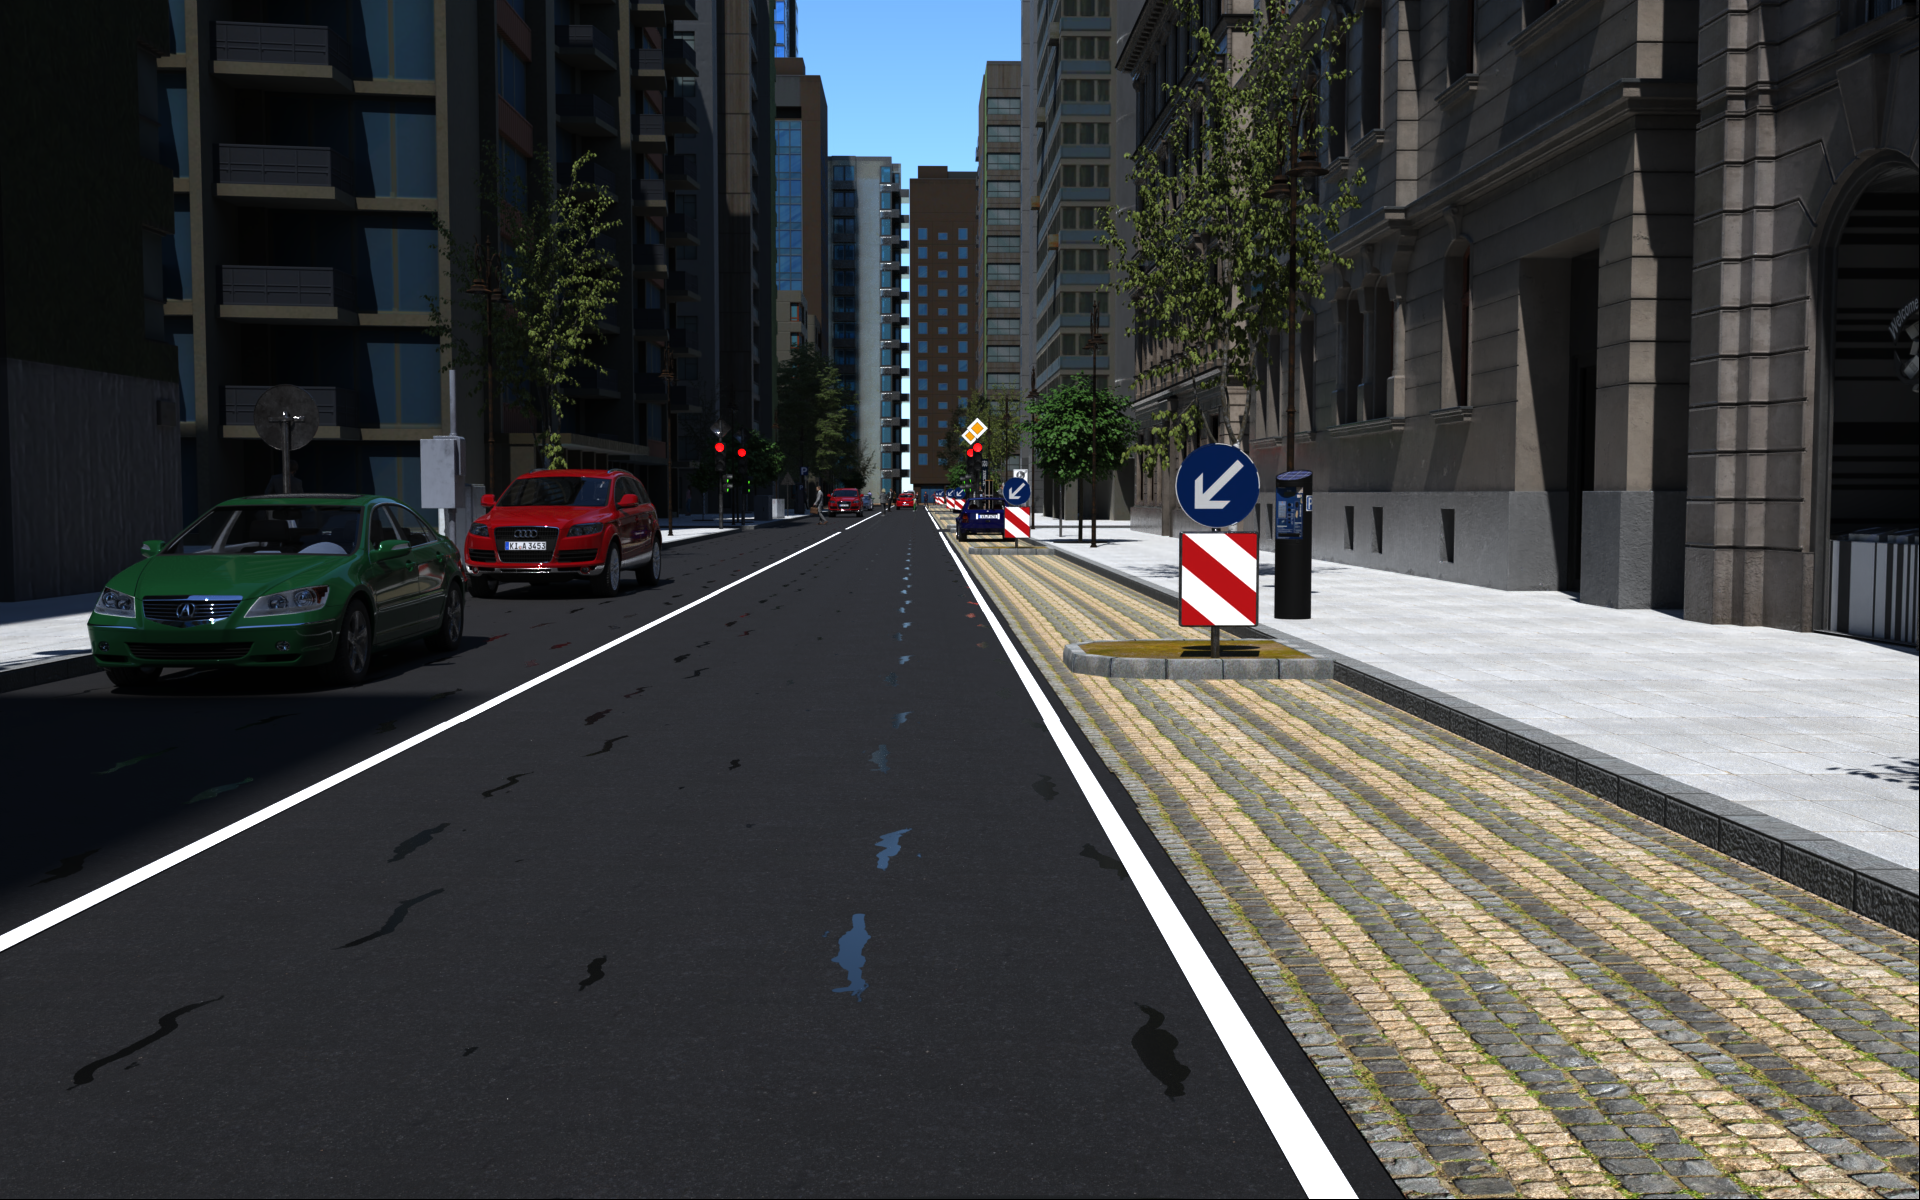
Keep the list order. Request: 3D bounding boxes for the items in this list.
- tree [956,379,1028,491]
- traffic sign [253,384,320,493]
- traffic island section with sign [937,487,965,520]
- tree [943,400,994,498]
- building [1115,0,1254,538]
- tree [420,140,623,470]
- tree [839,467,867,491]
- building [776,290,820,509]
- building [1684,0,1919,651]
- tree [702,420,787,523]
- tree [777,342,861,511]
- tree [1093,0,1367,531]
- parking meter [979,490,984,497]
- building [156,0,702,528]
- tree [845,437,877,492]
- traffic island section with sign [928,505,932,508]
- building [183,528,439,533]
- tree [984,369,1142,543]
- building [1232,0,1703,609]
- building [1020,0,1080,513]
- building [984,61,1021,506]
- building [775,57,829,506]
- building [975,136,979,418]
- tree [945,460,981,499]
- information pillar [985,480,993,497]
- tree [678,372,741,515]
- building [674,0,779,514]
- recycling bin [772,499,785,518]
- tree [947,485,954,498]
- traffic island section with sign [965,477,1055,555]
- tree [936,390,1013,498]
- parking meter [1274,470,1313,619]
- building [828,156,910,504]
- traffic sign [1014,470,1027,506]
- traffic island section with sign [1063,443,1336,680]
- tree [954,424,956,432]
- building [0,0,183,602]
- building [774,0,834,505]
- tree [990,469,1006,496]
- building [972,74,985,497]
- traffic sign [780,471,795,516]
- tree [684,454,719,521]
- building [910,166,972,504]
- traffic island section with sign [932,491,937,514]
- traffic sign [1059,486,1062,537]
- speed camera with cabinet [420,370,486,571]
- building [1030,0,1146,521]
[{"bbox_3d":[2.630,-9.817,110.872,4.737,8.622,4.395,0,3,0],"label":"tree"},{"bbox_3d":[-7.817,-1.224,20.111,0.768,2.556,0.104,0,4,1],"label":"traffic sign"},{"bbox_3d":[-0.130,-5.365,96.342,1.989,1.847,2.006,0,4,-1],"label":"traffic island section with sign"},{"bbox_3d":[0.925,-11.284,134.854,4.360,8.622,3.978,0,3,0],"label":"tree"},{"bbox_3d":[10.959,-11.449,51.820,10.561,19.102,19.286,0,4,-1],"label":"building"},{"bbox_3d":[-8.710,-5.210,35.550,4.737,8.622,4.395,0,3,0],"label":"tree"},{"bbox_3d":[-13.053,-13.946,211.736,4.285,4.588,4.351,0,3,0],"label":"tree"},{"bbox_3d":[-27.633,-19.339,161.237,27.650,21.520,28.899,0,4,-1],"label":"building"},{"bbox_3d":[13.514,-10.019,5.603,13.314,21.916,24.055,0,4,-1],"label":"building"},{"bbox_3d":[-9.894,-5.742,77.596,4.285,4.588,4.351,0,3,0],"label":"tree"},{"bbox_3d":[-11.941,-12.893,128.928,7.486,12.596,7.792,0,3,0],"label":"tree"},{"bbox_3d":[3.948,-4.572,25.119,4.737,8.622,4.395,0,3,0],"label":"tree"},{"bbox_3d":[1.321,-6.199,109.763,0.372,1.533,0.369,0,3,0],"label":"parking meter"},{"bbox_3d":[-24.957,-26.376,85.872,22.147,44.769,28.867,0,4,-1],"label":"building"},{"bbox_3d":[-12.928,-16.678,223.051,4.360,8.622,3.978,0,3,0],"label":"tree"},{"bbox_3d":[-2.014,-10.082,173.475,1.989,1.847,2.006,0,4,-1],"label":"traffic island section with sign"},{"bbox_3d":[-25.528,-24.250,51.106,28.867,44.769,22.147,0,4,-1],"label":"building"},{"bbox_3d":[3.095,-3.783,45.563,4.285,4.588,4.351,0,3,0],"label":"tree"},{"bbox_3d":[13.262,-14.817,29.643,14.401,28.519,23.554,0,4,-1],"label":"building"},{"bbox_3d":[15.004,-35.873,128.529,21.231,58.520,28.212,0,4,-1],"label":"building"},{"bbox_3d":[9.318,-29.595,167.476,14.154,41.232,14.086,0,4,-1],"label":"building"},{"bbox_3d":[-21.120,-32.543,182.184,14.600,45.320,14.200,0,4,-1],"label":"building"},{"bbox_3d":[13.157,-35.805,205.012,23.786,49.044,30.456,0,4,-1],"label":"building"},{"bbox_3d":[0.215,-11.102,165.228,4.285,4.588,4.351,0,3,0],"label":"tree"},{"bbox_3d":[1.522,-5.279,90.808,0.304,2.012,0.304,3,5,43],"label":"information pillar"},{"bbox_3d":[-15.431,-9.494,105.581,4.360,8.622,3.978,0,3,0],"label":"tree"},{"bbox_3d":[-19.803,-26.418,115.536,14.154,41.232,14.086,0,4,-1],"label":"building"},{"bbox_3d":[-9.742,-4.824,91.430,0.722,1.027,0.722,2,4,32],"label":"recycling bin"},{"bbox_3d":[-0.807,-12.854,204.771,1.663,3.219,1.824,0,3,0],"label":"tree"},{"bbox_3d":[1.207,-2.001,41.343,1.989,1.847,2.006,0,4,-1],"label":"traffic island section with sign"},{"bbox_3d":[1.324,-13.483,154.856,7.601,10.594,8.767,0,4,3],"label":"tree"},{"bbox_3d":[3.435,-0.577,17.844,0.372,1.533,0.369,0,3,0],"label":"parking meter"},{"bbox_3d":[-22.299,-38.099,242.526,30.456,49.044,23.786,0,4,-1],"label":"building"},{"bbox_3d":[2.518,-4.271,71.952,0.606,2.300,0.079,0,4,6],"label":"traffic sign"},{"bbox_3d":[1.877,-0.342,14.226,1.989,1.847,2.006,0,4,-1],"label":"traffic island section with sign"},{"bbox_3d":[1.547,-10.351,119.595,4.737,8.622,4.395,0,3,0],"label":"tree"},{"bbox_3d":[-18.179,-15.024,17.351,14.160,30.474,14.107,0,4,-1],"label":"building"},{"bbox_3d":[-31.363,-54.706,207.109,31.000,86.520,22.319,0,4,-1],"label":"building"},{"bbox_3d":[2.737,-8.022,125.764,1.663,3.219,1.824,0,3,0],"label":"tree"},{"bbox_3d":[9.088,-32.547,182.253,14.600,45.320,14.200,0,4,-1],"label":"building"},{"bbox_3d":[-9.884,-6.076,99.354,0.884,2.594,0.081,0,4,8],"label":"traffic sign"},{"bbox_3d":[-12.161,-5.391,82.748,1.663,3.219,1.824,0,3,0],"label":"tree"},{"bbox_3d":[0.213,-36.032,239.240,14.200,45.320,14.600,0,4,-1],"label":"building"},{"bbox_3d":[-0.788,-7.013,123.289,1.989,1.847,2.006,0,4,-1],"label":"traffic island section with sign"},{"bbox_3d":[3.009,-3.154,51.672,0.768,2.556,0.104,0,4,0],"label":"traffic sign"},{"bbox_3d":[-8.298,-2.082,28.369,0.660,3.252,2.038,0,4,-2],"label":"speed camera with cabinet"},{"bbox_3d":[16.186,-24.303,89.234,23.993,40.220,32.217,0,4,-1],"label":"building"}]
